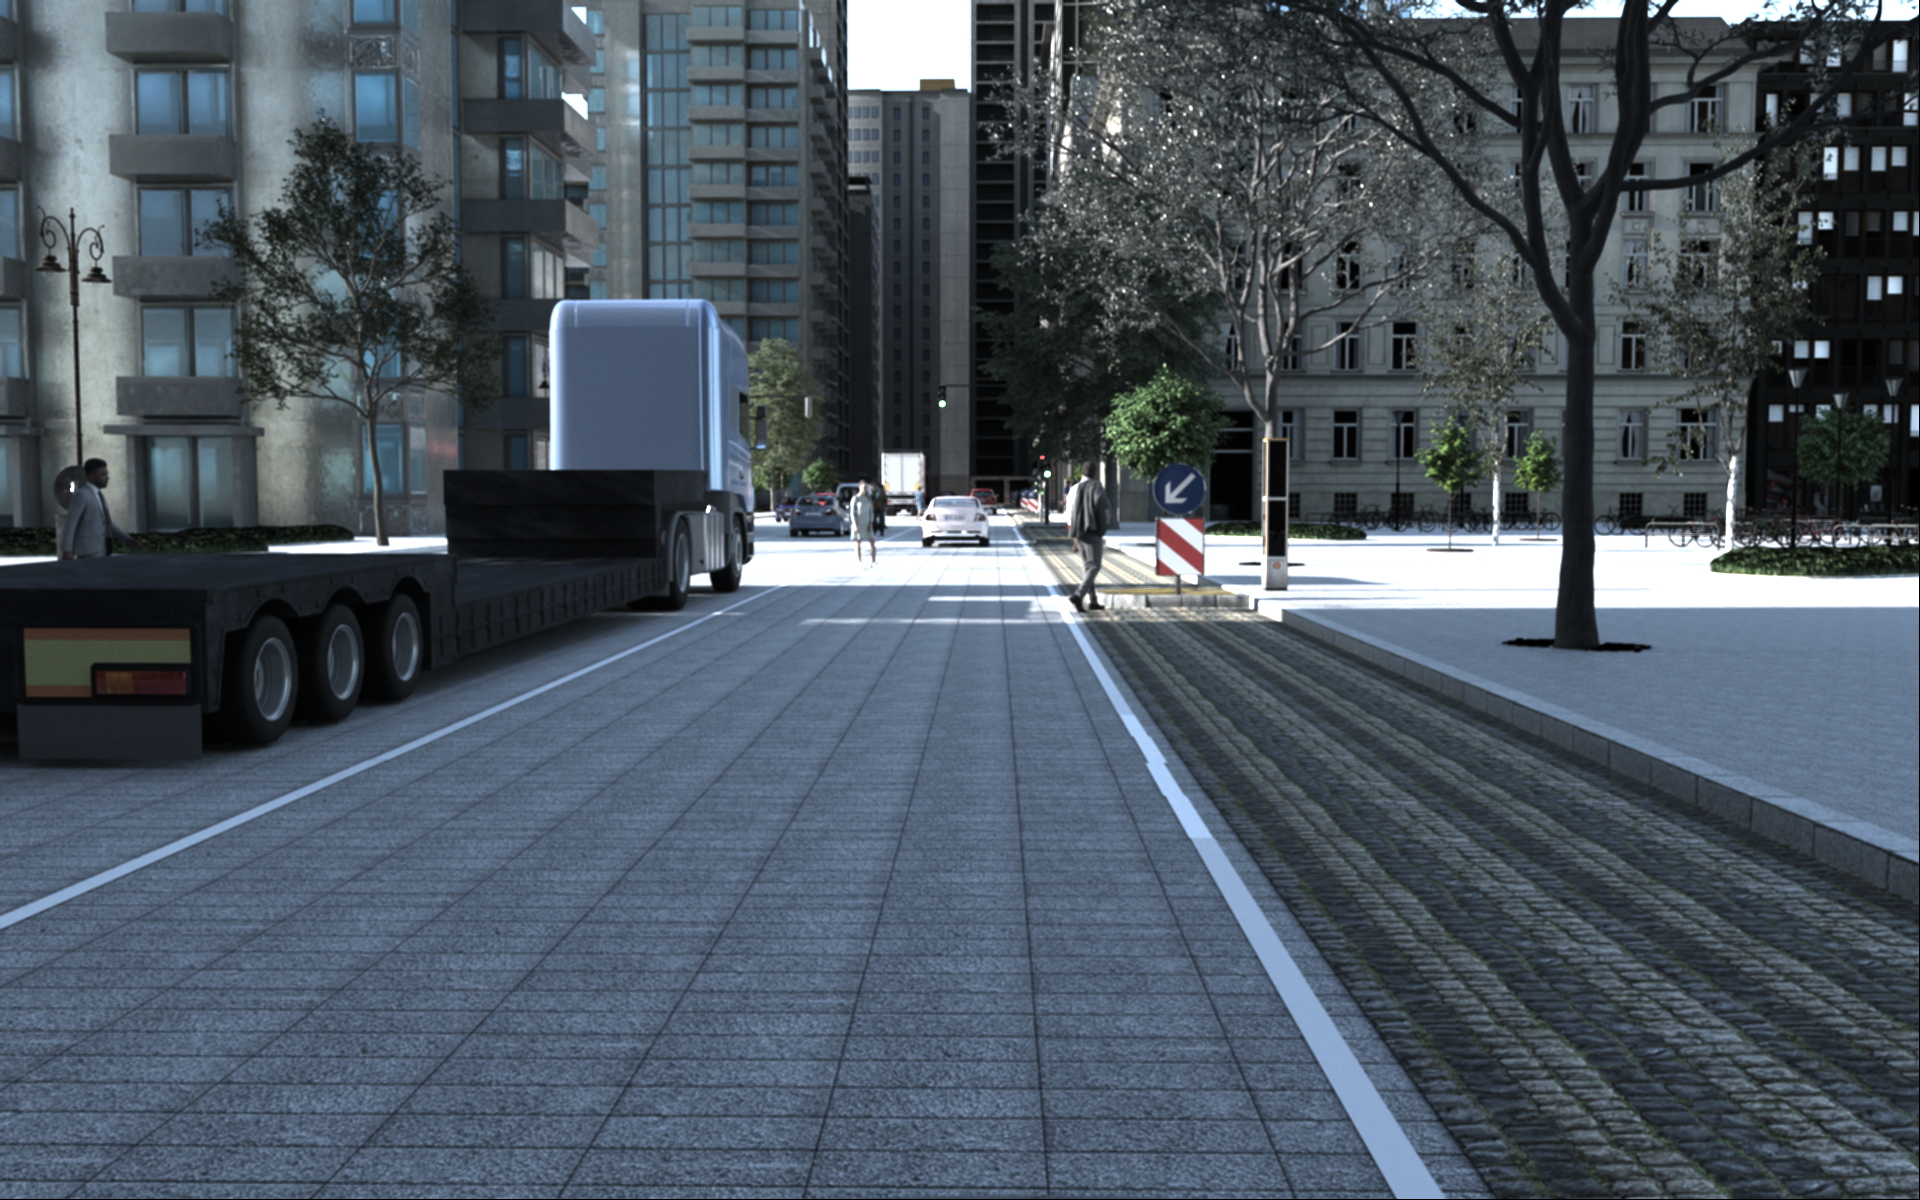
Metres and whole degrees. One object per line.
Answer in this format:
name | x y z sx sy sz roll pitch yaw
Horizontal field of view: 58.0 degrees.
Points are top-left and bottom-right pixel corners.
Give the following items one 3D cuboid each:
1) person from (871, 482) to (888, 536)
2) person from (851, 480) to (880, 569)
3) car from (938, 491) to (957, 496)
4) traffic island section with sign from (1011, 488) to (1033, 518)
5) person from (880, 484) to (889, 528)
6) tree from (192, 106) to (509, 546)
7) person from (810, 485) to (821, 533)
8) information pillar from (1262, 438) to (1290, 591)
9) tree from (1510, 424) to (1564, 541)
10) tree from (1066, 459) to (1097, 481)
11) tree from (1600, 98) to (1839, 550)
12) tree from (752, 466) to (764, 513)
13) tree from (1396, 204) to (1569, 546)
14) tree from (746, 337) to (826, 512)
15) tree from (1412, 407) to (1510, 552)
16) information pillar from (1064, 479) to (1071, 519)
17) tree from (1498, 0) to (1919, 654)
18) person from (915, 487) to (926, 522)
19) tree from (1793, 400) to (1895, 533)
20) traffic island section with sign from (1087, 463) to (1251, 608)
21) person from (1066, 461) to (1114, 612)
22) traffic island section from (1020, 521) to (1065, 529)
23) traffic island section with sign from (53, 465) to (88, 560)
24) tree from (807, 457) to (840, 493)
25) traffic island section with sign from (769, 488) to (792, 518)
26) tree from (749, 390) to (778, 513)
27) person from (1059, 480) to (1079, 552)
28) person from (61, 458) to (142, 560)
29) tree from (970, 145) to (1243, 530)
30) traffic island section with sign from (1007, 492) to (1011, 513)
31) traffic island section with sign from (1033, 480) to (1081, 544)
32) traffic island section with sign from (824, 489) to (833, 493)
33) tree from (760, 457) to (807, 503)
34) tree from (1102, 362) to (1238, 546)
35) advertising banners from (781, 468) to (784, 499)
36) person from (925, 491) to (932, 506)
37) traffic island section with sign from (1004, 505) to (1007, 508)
person | -2.836 -3.120 59.425 0.656 1.842 0.836 -1 4 -19
person | -1.854 -1.443 33.097 0.512 1.701 0.522 -2 4 -33
car | -1.527 -12.205 208.227 2.281 1.827 5.304 0 4 2
traffic island section with sign | 4.282 -5.906 105.197 1.989 1.847 2.006 0 4 1
person | -3.356 -3.887 72.151 0.850 1.850 0.679 3 4 37
tree | -14.629 -6.614 42.558 7.601 10.594 8.767 0 4 -5
person | -5.379 -3.326 63.227 0.624 1.780 0.694 -1 4 -12
information pillar | 4.190 -1.132 23.004 0.304 2.012 0.304 0 4 1
tree | 16.023 -3.238 47.548 1.663 3.219 1.824 0 3 0
tree | 6.653 -6.268 97.078 1.663 3.219 1.824 0 3 0
tree | 14.659 -5.054 32.988 4.360 8.622 3.978 0 3 0
tree | -13.958 -7.599 118.837 1.663 3.219 1.824 0 3 0
tree | 13.008 -5.639 42.559 4.360 8.622 3.978 0 3 0
tree | -13.121 -12.662 125.149 7.486 12.596 7.792 0 3 0
tree | 11.091 -2.693 38.640 1.663 3.219 1.824 0 3 0
information pillar | 5.415 -5.041 86.915 0.304 2.012 0.304 0 4 -7
tree | 5.045 -6.336 13.957 12.009 13.543 11.850 0 3 0
person | -2.129 -4.985 90.021 0.581 1.822 0.654 3 5 44
tree | 29.642 -4.561 58.285 4.285 4.588 4.351 0 3 0
traffic island section with sign | 2.681 -0.858 22.651 1.989 1.847 2.006 0 4 1
person | 1.580 -0.760 21.020 0.679 1.850 0.850 3 4 38
traffic island section | 3.781 -3.528 79.968 2.009 0.180 2.903 0 4 1
traffic island section with sign | -12.133 -0.895 23.258 1.989 1.847 2.006 0 4 1
tree | -12.040 -10.188 150.289 4.285 4.588 4.351 0 3 0
traffic island section with sign | -10.538 -5.924 105.491 1.989 1.847 2.006 0 4 1
tree | -13.789 -10.034 114.423 4.737 8.622 4.395 0 3 0
person | 2.747 -2.054 42.440 0.532 1.782 0.716 1 4 18
person | -8.805 -0.538 17.566 0.850 1.792 0.678 0 4 -4
tree | 5.331 -9.515 62.226 9.857 13.997 8.962 0 3 0
traffic island section with sign | 4.799 -7.555 132.148 1.989 1.847 2.006 0 4 1
traffic island section with sign | 3.201 -2.527 49.946 1.989 1.847 2.006 0 4 1
traffic island section with sign | -10.014 -7.573 132.441 1.989 1.847 2.006 0 4 1
tree | -15.316 -9.863 144.977 4.285 4.588 4.351 0 3 0
tree | 5.222 -3.646 43.318 4.285 4.588 4.351 0 3 0
advertising banners | -12.115 -7.532 119.328 0.090 3.025 2.074 0 4 6
person | -3.939 -11.989 204.535 1.348 1.823 0.705 0 4 0
traffic island section with sign | 5.754 -10.586 181.703 1.989 1.847 2.006 0 4 1
